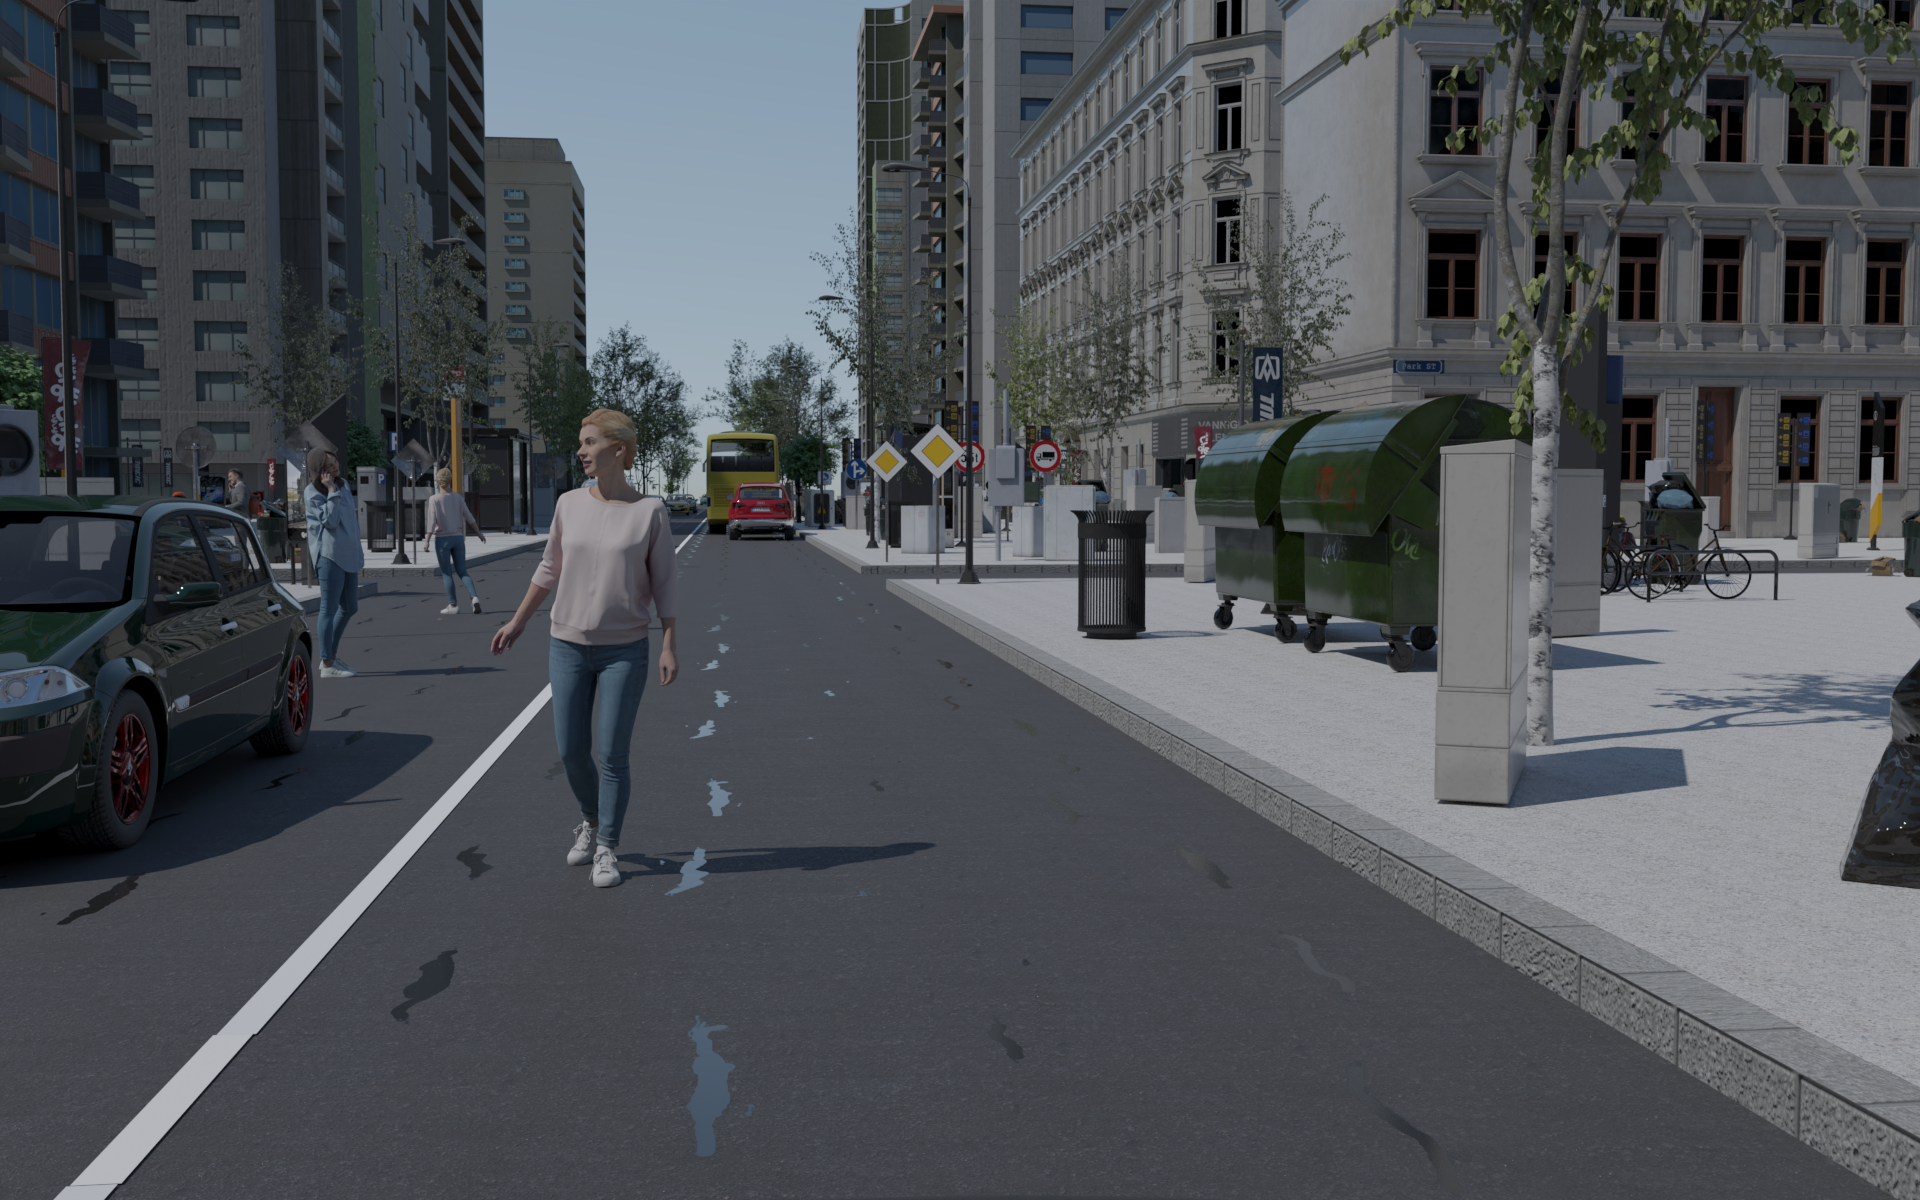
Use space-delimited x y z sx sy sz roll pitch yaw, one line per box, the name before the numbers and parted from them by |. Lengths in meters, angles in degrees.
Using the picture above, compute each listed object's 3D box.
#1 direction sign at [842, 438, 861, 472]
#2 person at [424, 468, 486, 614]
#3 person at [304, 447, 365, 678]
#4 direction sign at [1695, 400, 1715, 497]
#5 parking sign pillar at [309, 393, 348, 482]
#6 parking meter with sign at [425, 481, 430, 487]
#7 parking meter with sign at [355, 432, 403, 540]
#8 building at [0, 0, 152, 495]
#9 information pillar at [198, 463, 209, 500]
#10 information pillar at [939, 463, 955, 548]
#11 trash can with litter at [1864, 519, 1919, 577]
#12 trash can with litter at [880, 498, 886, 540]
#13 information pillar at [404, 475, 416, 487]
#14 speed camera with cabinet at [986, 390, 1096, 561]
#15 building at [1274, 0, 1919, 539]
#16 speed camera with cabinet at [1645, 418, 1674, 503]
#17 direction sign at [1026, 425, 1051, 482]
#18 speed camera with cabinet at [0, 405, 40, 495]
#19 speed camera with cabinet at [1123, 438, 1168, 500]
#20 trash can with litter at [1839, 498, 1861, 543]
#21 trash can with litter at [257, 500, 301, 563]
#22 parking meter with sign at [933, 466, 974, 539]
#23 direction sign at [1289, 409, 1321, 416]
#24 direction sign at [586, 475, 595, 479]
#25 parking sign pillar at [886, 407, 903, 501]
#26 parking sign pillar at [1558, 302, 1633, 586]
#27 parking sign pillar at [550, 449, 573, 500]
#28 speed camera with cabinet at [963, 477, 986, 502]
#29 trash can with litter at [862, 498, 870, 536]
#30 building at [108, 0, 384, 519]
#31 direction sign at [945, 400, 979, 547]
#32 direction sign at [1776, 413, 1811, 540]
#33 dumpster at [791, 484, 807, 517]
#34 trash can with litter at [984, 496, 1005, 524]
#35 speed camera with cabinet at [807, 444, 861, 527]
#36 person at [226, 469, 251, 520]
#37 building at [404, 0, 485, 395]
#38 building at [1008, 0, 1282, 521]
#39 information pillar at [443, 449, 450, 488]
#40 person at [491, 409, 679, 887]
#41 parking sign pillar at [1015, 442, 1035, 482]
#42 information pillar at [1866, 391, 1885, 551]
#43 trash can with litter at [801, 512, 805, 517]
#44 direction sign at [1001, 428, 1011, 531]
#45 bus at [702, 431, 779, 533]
direction sign | -4.372 -4.769 69.976 0.876 3.537 0.379 -2 4 -33
person | -5.955 -0.705 20.691 0.598 1.740 0.731 2 4 32
person | -4.912 -0.293 13.550 0.793 1.790 0.793 -2 4 -24
direction sign | 18.072 -3.063 42.073 0.876 3.537 0.379 -3 5 -41
parking sign pillar | -16.850 -3.509 45.837 1.447 3.967 1.447 2 4 27
parking meter with sign | -30.532 -6.253 98.499 1.738 3.016 0.543 0 4 -5
parking meter with sign | -16.594 -3.217 48.861 1.738 3.016 0.543 1 4 21
building | -41.077 -24.595 56.748 22.147 44.769 28.867 0 4 -8
information pillar | -35.627 -5.522 81.645 0.504 3.616 0.183 -2 4 -30
information pillar | -0.320 -2.231 40.971 0.304 2.012 0.304 -1 4 -18
trash can with litter | 14.642 -0.946 26.862 1.055 1.170 0.624 2 4 35
trash can with litter | -1.744 -2.238 47.974 1.055 1.170 0.624 1 4 15
information pillar | -20.798 -3.728 65.446 0.304 2.012 0.304 -3 4 -38
speed camera with cabinet | 1.578 -2.379 33.230 2.038 3.252 0.660 0 4 4
building | 21.069 -13.325 54.018 21.152 22.565 11.583 0 4 -8
speed camera with cabinet | 18.665 -3.149 45.820 0.660 3.252 2.038 3 4 36
direction sign | 2.579 -3.985 57.158 0.876 3.537 0.379 -1 4 -18
speed camera with cabinet | -21.763 -2.813 40.323 0.660 3.252 2.038 2 4 32
speed camera with cabinet | 6.693 -4.153 62.244 0.660 3.252 2.038 3 5 43
trash can with litter | 23.326 -2.093 45.600 1.055 1.170 0.624 -2 4 -35
trash can with litter | -12.503 -1.273 32.198 1.055 1.170 0.624 -1 4 -10
parking meter with sign | -0.436 -3.275 49.812 1.738 3.016 0.543 -1 4 -15
direction sign | 9.224 -3.327 46.400 0.876 3.537 0.379 0 4 -6
direction sign | -16.314 -5.220 77.348 0.876 3.537 0.379 1 4 18
parking sign pillar | -1.949 -3.829 51.077 1.447 3.967 1.447 0 3 0
parking sign pillar | 8.869 -2.217 24.718 1.447 3.967 1.447 -1 4 -14
parking sign pillar | -23.821 -7.040 103.576 1.447 3.967 1.447 -3 5 -43
speed camera with cabinet | 1.318 -5.176 78.970 2.038 3.252 0.660 0 4 8
trash can with litter | -2.438 -2.557 53.192 1.055 1.170 0.624 -1 4 -18
building | -39.919 -25.050 93.161 14.154 41.232 14.086 0 4 -8
direction sign | 0.044 -3.062 42.053 0.876 3.537 0.379 -1 4 -20
direction sign | 23.301 -3.455 48.485 0.876 3.537 0.379 0 4 4
dumpster | -8.955 -5.442 94.737 1.264 1.857 1.865 0 4 -8
trash can with litter | 1.262 -3.966 75.896 1.678 1.210 2.233 0 4 -1
speed camera with cabinet | -4.935 -4.486 67.687 2.038 3.252 0.660 -1 4 -19
person | -11.802 -1.220 28.246 0.447 1.846 0.655 -1 4 -21
building | -50.558 -31.557 139.664 21.300 48.544 21.600 0 4 -8
building | 14.382 -19.063 88.097 17.030 29.872 44.131 0 4 -8
information pillar | -25.517 -5.796 86.112 0.504 3.616 0.183 3 5 45
person | -1.394 0.163 6.501 0.731 1.740 0.598 0 4 -2
parking sign pillar | 3.526 -6.202 89.875 1.447 3.967 1.447 -1 4 -17
information pillar | 20.784 -2.929 39.251 0.183 3.616 0.504 1 4 10
trash can with litter | -8.981 -5.318 98.342 1.055 1.170 0.624 -2 4 -34
direction sign | 1.596 -4.157 59.966 0.379 3.537 0.876 -1 4 -19
bus | -8.454 -4.585 66.512 2.896 3.916 12.252 -1 4 -8
